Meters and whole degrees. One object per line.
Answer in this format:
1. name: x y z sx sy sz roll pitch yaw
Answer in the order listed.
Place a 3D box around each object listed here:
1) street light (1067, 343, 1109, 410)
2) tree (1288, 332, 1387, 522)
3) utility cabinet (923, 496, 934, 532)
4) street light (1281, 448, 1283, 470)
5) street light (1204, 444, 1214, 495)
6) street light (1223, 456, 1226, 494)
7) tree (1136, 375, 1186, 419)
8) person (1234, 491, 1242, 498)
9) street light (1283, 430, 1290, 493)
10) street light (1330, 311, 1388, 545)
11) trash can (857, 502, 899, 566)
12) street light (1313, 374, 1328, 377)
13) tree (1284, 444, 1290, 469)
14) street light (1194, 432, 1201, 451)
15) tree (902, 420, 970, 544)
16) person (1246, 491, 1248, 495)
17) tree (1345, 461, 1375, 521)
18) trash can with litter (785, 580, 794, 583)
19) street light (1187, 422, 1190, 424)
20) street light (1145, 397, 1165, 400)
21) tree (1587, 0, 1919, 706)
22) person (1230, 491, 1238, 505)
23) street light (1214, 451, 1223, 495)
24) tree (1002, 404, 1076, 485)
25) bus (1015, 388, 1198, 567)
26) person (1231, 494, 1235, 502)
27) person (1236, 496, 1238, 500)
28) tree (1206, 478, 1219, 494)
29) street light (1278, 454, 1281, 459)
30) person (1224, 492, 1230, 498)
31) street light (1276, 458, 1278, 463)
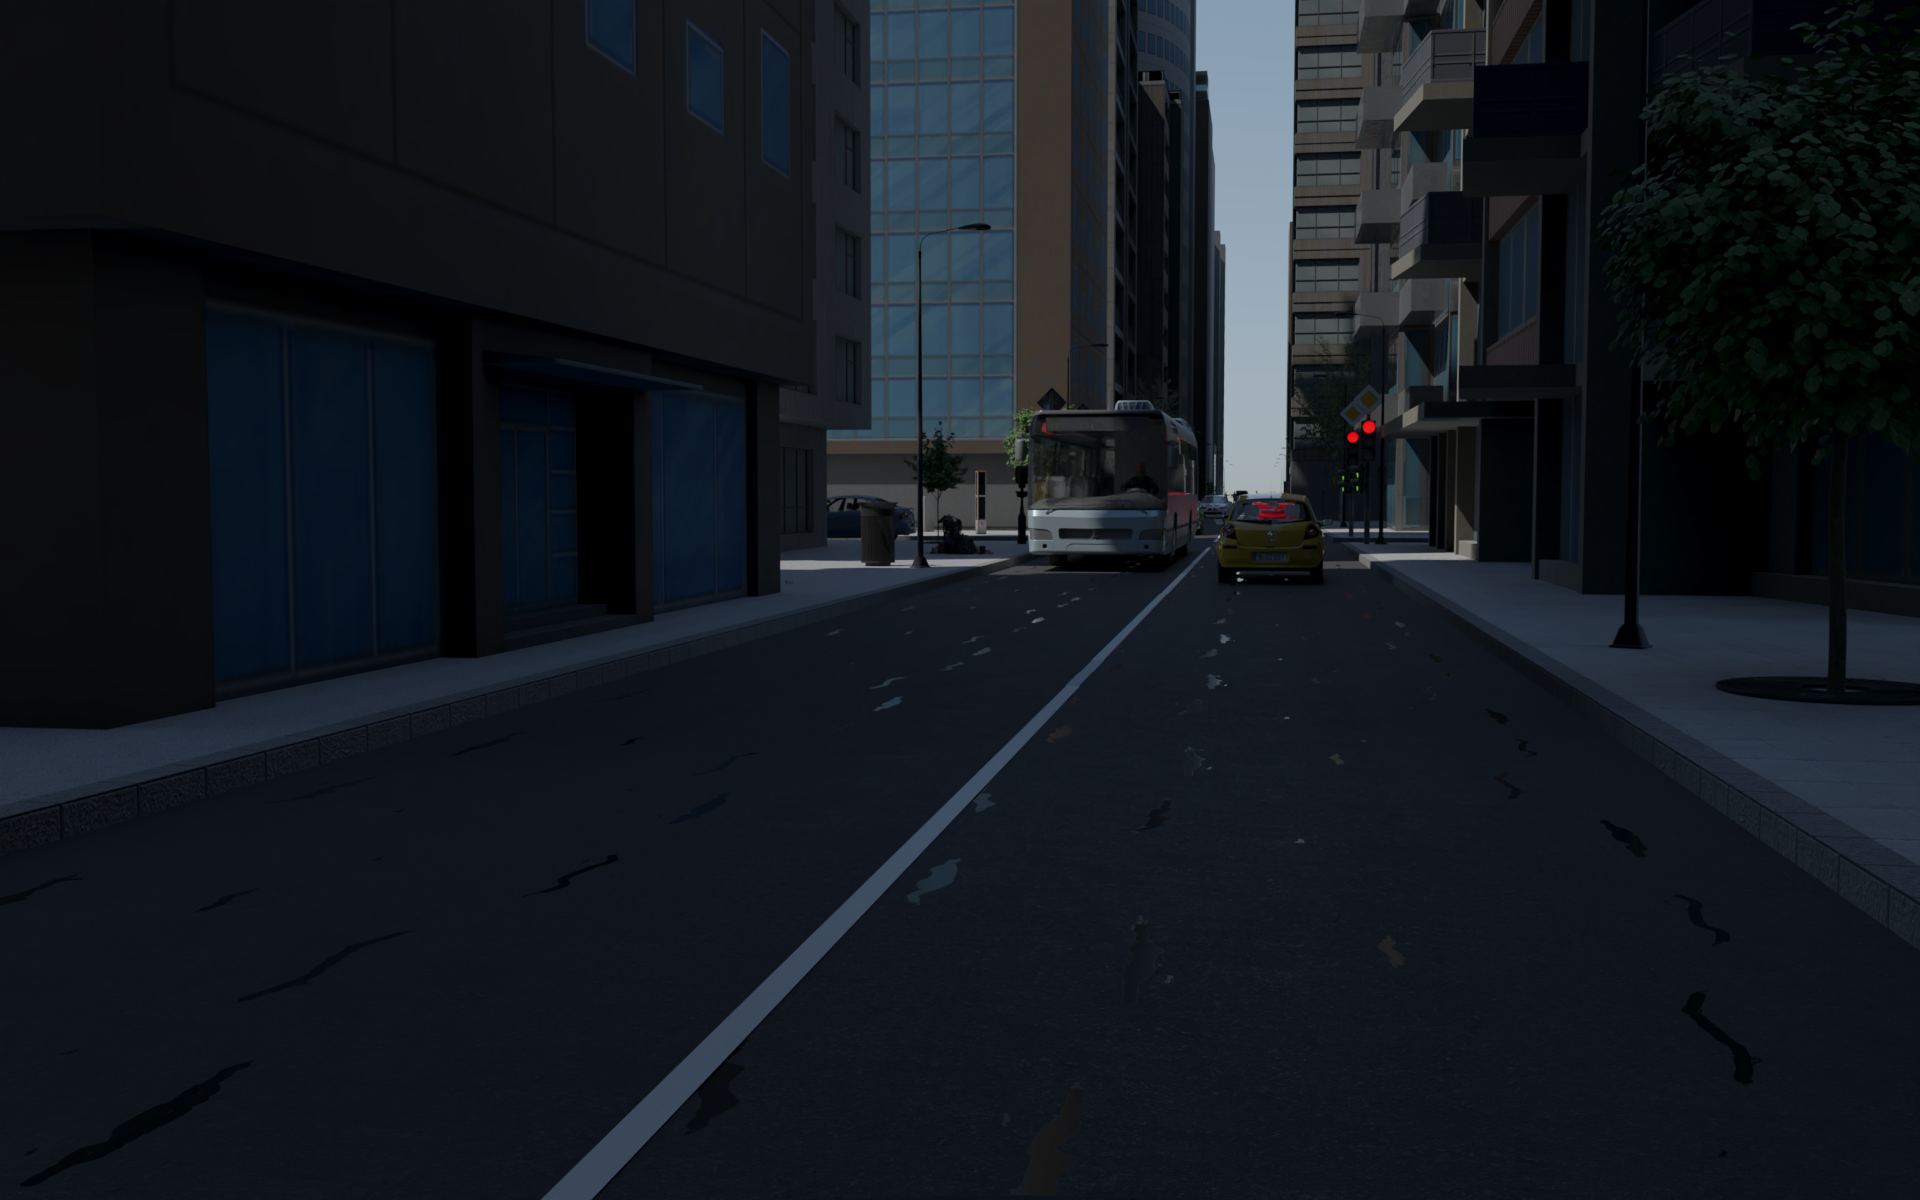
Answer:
1. street light: 3.870 -4.948 53.442 1.470 5.913 1.316 1 4 10
2. tree: 16.986 -7.813 78.106 4.737 8.622 4.395 0 3 0
3. utility cabinet: -1.169 -2.929 59.049 0.306 1.237 1.020 1 4 17
4. street light: 27.603 -10.457 143.518 1.470 5.913 1.316 1 4 10
5. street light: 22.395 -11.430 159.423 1.470 5.913 1.316 1 4 10
6. street light: 31.371 -14.570 210.767 1.470 5.913 1.316 1 4 10
7. tree: 11.825 -9.550 106.509 4.360 8.622 3.978 0 3 0
8. person: 34.905 -12.707 216.276 1.348 1.821 0.705 1 4 21
9. street light: 24.417 -9.377 125.859 1.470 5.913 1.316 1 4 10
10. street light: 10.206 -4.377 44.105 1.470 5.913 1.316 1 4 10
11. trash can: -1.464 -1.177 30.890 0.748 1.137 0.748 0 3 0
12. street light: 14.351 -5.784 67.116 1.470 5.913 1.316 1 4 10
13. tree: 42.173 -16.168 214.709 4.360 8.622 3.978 0 3 0
14. street light: 17.243 -9.582 129.204 1.470 5.913 1.316 1 4 10
15. tree: -0.525 -3.088 45.085 1.663 3.219 1.824 0 3 0
16. person: 42.056 -14.975 253.276 0.705 1.831 1.348 3 4 38
17. tree: 18.403 -5.319 81.561 1.663 3.219 1.824 0 3 0
18. trash can with litter: -3.496 -0.827 24.582 2.233 1.210 1.678 0 4 0
19. street light: 14.114 -8.515 111.763 1.470 5.913 1.316 1 4 10
20. street light: 9.056 -6.737 82.692 1.470 5.913 1.316 1 4 10
21. tree: 5.708 -1.677 11.133 4.285 4.588 4.351 0 3 0
22. person: 35.515 -13.177 223.952 1.348 1.824 0.705 2 4 33
23. street light: 27.589 -13.213 188.576 1.470 5.913 1.316 1 4 10
24. tree: 3.012 -4.498 57.253 4.285 4.588 4.351 0 3 0
25. bus: 3.510 -2.586 37.147 2.948 3.499 13.247 1 4 10
26. person: 36.559 -13.443 231.489 0.799 1.438 0.628 -1 4 -19
27. person: 36.798 -13.356 230.062 0.799 1.438 0.628 2 4 29
28. tree: 29.613 -12.787 203.665 1.663 3.219 1.824 0 3 0
29. street light: 32.683 -12.236 172.595 1.470 5.913 1.316 1 4 10
30. person: 31.152 -11.781 201.917 0.742 1.727 0.445 0 4 -4
31. street light: 37.806 -14.013 201.655 1.470 5.913 1.316 1 4 10
